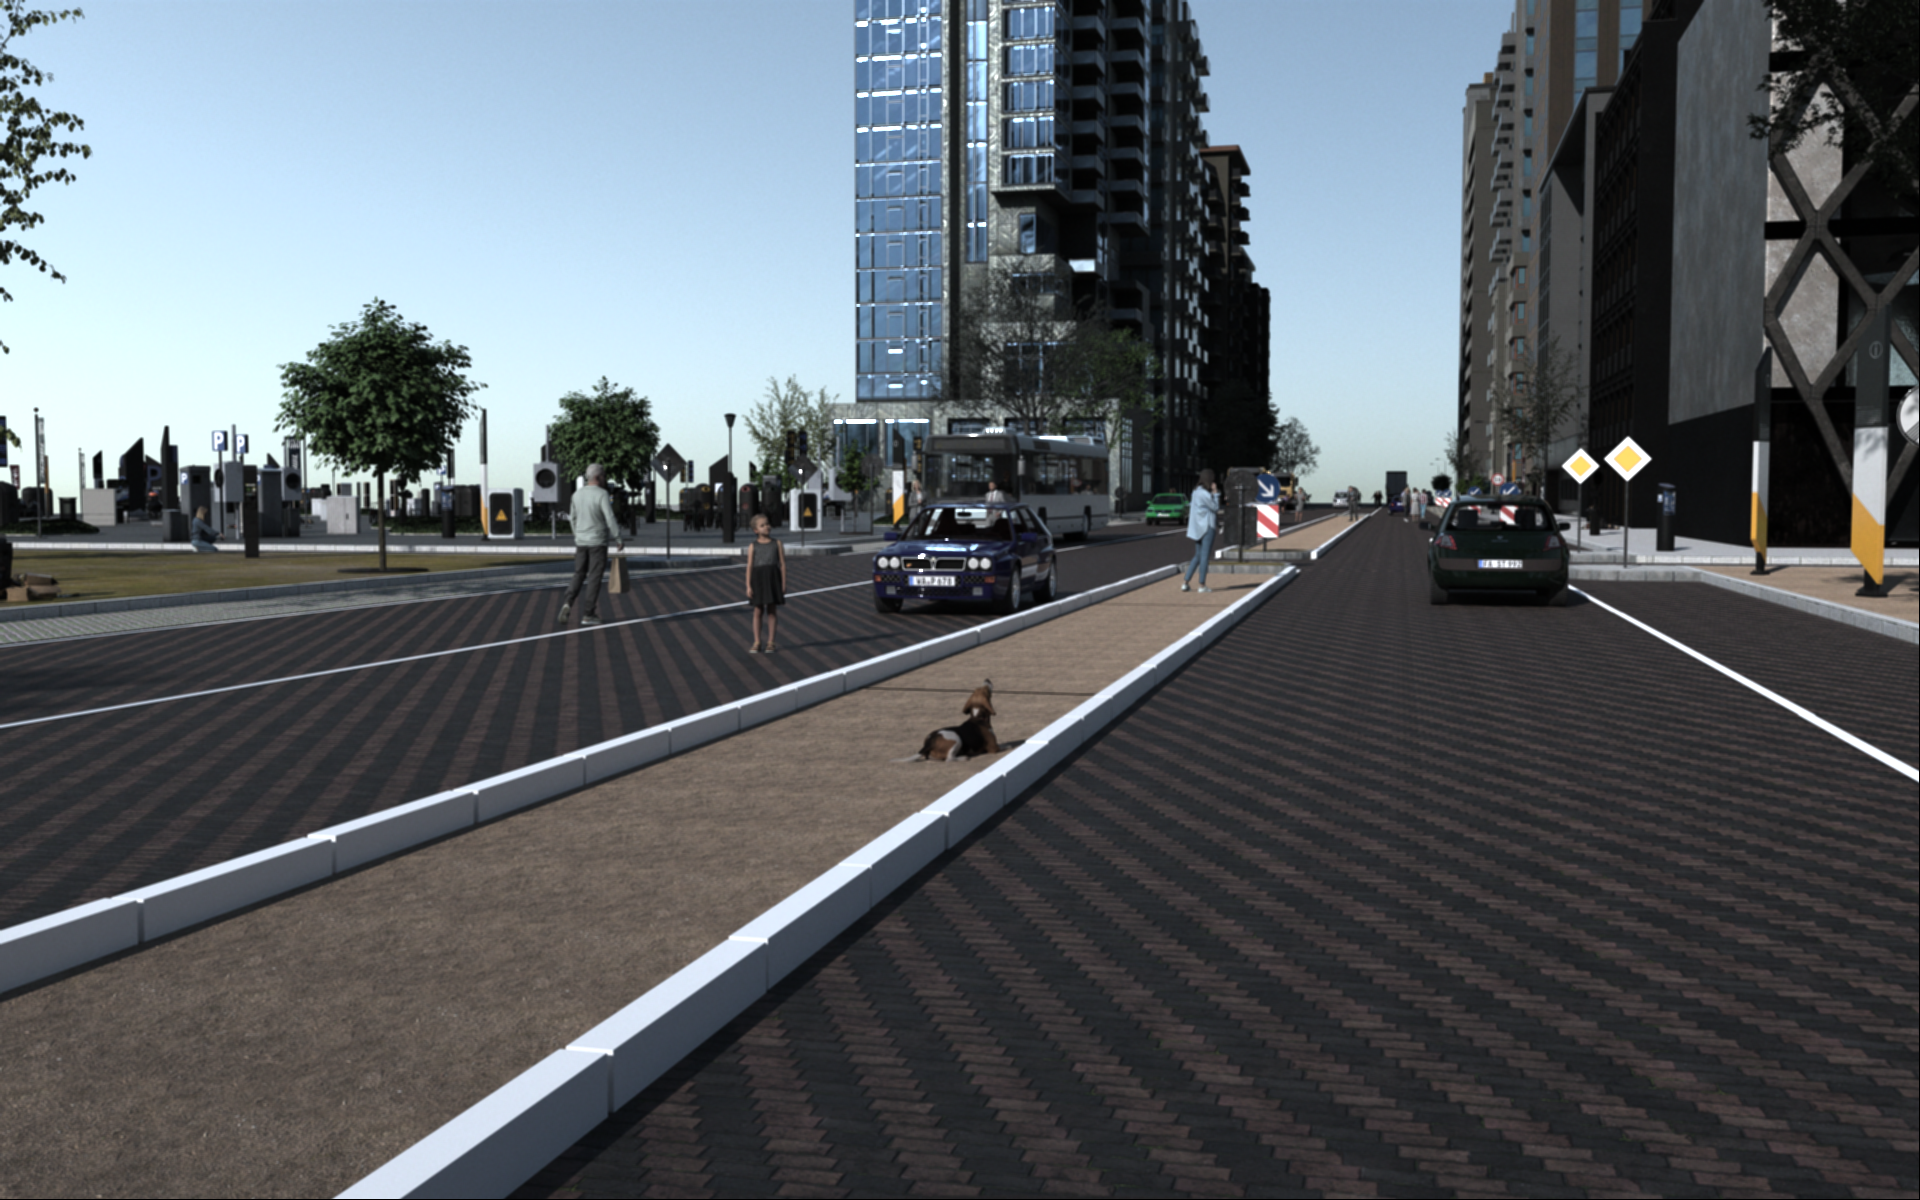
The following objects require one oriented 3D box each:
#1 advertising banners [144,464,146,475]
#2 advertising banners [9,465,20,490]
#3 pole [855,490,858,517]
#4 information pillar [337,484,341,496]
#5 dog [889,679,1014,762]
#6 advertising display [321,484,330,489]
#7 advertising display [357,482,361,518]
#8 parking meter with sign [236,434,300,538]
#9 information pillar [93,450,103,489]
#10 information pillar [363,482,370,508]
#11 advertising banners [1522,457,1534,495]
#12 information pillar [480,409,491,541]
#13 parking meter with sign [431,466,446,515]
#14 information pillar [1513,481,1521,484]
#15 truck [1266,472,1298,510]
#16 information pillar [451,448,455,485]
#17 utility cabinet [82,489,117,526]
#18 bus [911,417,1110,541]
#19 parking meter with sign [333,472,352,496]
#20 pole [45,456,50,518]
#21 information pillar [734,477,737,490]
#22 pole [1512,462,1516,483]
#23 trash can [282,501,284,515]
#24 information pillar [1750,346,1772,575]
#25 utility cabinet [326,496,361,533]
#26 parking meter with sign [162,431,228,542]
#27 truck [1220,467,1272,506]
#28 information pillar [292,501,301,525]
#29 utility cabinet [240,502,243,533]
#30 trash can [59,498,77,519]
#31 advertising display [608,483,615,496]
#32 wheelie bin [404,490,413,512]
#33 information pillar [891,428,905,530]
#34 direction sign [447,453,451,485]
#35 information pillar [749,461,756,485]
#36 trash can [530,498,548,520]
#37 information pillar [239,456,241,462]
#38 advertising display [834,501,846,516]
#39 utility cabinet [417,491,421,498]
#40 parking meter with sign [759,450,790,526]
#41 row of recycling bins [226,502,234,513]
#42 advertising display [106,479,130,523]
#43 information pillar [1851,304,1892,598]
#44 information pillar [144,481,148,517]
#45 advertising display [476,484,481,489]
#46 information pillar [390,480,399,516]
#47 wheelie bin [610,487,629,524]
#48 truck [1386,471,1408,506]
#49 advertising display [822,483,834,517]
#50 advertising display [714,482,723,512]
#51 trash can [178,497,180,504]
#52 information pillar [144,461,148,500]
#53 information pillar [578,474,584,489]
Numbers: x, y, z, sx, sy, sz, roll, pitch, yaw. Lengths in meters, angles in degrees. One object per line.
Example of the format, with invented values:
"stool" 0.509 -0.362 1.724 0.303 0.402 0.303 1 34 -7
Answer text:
"advertising banners" -49.018 -6.474 102.042 2.074 3.025 0.090 0 4 -5
"advertising banners" -56.061 -6.617 104.368 2.074 3.025 0.090 -2 4 -26
"pole" -5.772 -6.263 96.239 0.158 3.312 0.155 0 3 0
"information pillar" -43.301 -7.121 120.920 0.304 2.012 0.304 0 4 4
"dog" -0.052 0.657 9.457 0.748 0.427 0.550 0 4 -6
"advertising display" -41.475 -6.606 113.228 0.123 1.923 0.974 0 4 7
"advertising display" -32.617 -5.433 94.037 0.123 1.923 0.974 -1 4 -14
"parking meter with sign" -20.537 -3.377 51.470 0.543 3.016 1.738 3 4 37
"information pillar" -45.913 -6.174 92.298 0.183 3.616 0.504 2 4 33
"information pillar" -36.910 -6.317 107.780 0.304 2.012 0.304 -3 5 -42
"advertising banners" 26.551 -5.189 81.034 0.090 3.025 2.074 0 4 5
"information pillar" -13.148 -3.455 47.836 0.183 3.616 0.504 -2 4 -28
"parking meter with sign" -31.813 -6.689 105.625 0.543 3.016 1.738 0 4 -2
"information pillar" 31.116 -5.648 96.838 0.304 2.012 0.304 -3 4 -39
"truck" 28.740 -9.783 155.868 3.469 3.379 9.791 1 4 12
"information pillar" -25.952 -5.948 88.608 0.183 3.616 0.504 -2 4 -31
"utility cabinet" -34.302 -3.693 69.057 1.173 1.500 0.318 -1 4 -13
"bus" 1.773 -3.361 49.813 2.948 3.499 13.247 1 4 16
"parking meter with sign" -42.295 -7.532 119.407 1.738 3.016 0.543 -1 4 -22
"pole" -48.387 -5.990 91.774 0.158 3.312 0.155 0 3 0
"information pillar" -9.987 -4.380 76.101 0.304 2.012 0.304 1 4 22
"pole" 34.715 -7.018 108.579 0.158 3.312 0.155 0 3 0
"trash can" -27.762 -3.590 70.352 0.748 1.137 0.748 0 3 0
"information pillar" 12.668 -2.203 27.377 0.183 3.616 0.504 3 5 44
"utility cabinet" -20.139 -2.777 56.571 1.020 1.237 0.306 0 4 6
"parking meter with sign" -20.867 -3.116 47.205 0.543 3.016 1.738 2 4 31
"truck" 21.229 -8.032 127.254 3.469 3.379 9.791 1 4 14
"information pillar" -26.631 -3.964 69.302 0.304 2.012 0.304 2 4 30
"utility cabinet" -22.951 -2.922 56.452 1.173 1.500 0.318 0 4 2
"trash can" -37.004 -3.681 71.846 0.748 1.137 0.748 0 3 0
"advertising display" -20.198 -5.776 99.658 0.123 1.923 0.974 2 4 27
"wheelie bin" -40.055 -7.194 125.524 0.693 1.594 0.980 1 4 9
"information pillar" -2.173 -4.265 61.088 0.504 3.616 0.183 2 4 35
"direction sign" -25.265 -5.732 85.722 0.379 3.537 0.876 0 4 -5
"information pillar" -14.539 -7.960 121.501 0.504 3.616 0.183 -1 4 -22
"trash can" -15.725 -3.253 64.835 0.748 1.137 0.748 0 3 0
"information pillar" -44.224 -7.051 106.633 0.183 3.616 0.504 -3 4 -37
"advertising display" -6.984 -5.763 99.446 0.974 1.923 0.123 -3 4 -38
"utility cabinet" -38.614 -7.080 124.433 0.318 1.500 1.173 -3 5 -41
"parking meter with sign" -7.554 -4.493 69.725 1.738 3.016 0.543 2 4 28
"row of recycling bins" -50.087 -6.816 118.553 1.069 1.692 3.534 2 4 34
"advertising display" -36.780 -4.311 75.701 0.123 1.923 0.974 2 4 34
"information pillar" 11.366 -1.850 21.603 0.183 3.616 0.504 -1 4 -13
"information pillar" -46.492 -5.756 98.597 0.304 2.012 0.304 2 4 26
"advertising display" -32.291 -6.824 116.790 0.123 1.923 0.974 2 4 24
"information pillar" -28.680 -5.096 87.812 0.304 2.012 0.304 2 4 24
"wheelie bin" -14.715 -4.099 74.928 0.693 1.594 0.980 2 4 28
"truck" 55.223 -14.075 219.046 2.839 4.237 11.283 1 4 15
"advertising display" -7.781 -5.699 98.386 0.974 1.923 0.123 -2 4 -32
"advertising display" -13.150 -5.554 96.025 0.974 1.923 0.123 1 4 20
"trash can" -45.085 -5.361 99.309 0.748 1.137 0.748 0 3 0
"information pillar" -53.603 -7.492 113.850 0.183 3.616 0.504 1 4 14
"information pillar" -17.711 -5.483 81.007 0.183 3.616 0.504 -3 5 -41
